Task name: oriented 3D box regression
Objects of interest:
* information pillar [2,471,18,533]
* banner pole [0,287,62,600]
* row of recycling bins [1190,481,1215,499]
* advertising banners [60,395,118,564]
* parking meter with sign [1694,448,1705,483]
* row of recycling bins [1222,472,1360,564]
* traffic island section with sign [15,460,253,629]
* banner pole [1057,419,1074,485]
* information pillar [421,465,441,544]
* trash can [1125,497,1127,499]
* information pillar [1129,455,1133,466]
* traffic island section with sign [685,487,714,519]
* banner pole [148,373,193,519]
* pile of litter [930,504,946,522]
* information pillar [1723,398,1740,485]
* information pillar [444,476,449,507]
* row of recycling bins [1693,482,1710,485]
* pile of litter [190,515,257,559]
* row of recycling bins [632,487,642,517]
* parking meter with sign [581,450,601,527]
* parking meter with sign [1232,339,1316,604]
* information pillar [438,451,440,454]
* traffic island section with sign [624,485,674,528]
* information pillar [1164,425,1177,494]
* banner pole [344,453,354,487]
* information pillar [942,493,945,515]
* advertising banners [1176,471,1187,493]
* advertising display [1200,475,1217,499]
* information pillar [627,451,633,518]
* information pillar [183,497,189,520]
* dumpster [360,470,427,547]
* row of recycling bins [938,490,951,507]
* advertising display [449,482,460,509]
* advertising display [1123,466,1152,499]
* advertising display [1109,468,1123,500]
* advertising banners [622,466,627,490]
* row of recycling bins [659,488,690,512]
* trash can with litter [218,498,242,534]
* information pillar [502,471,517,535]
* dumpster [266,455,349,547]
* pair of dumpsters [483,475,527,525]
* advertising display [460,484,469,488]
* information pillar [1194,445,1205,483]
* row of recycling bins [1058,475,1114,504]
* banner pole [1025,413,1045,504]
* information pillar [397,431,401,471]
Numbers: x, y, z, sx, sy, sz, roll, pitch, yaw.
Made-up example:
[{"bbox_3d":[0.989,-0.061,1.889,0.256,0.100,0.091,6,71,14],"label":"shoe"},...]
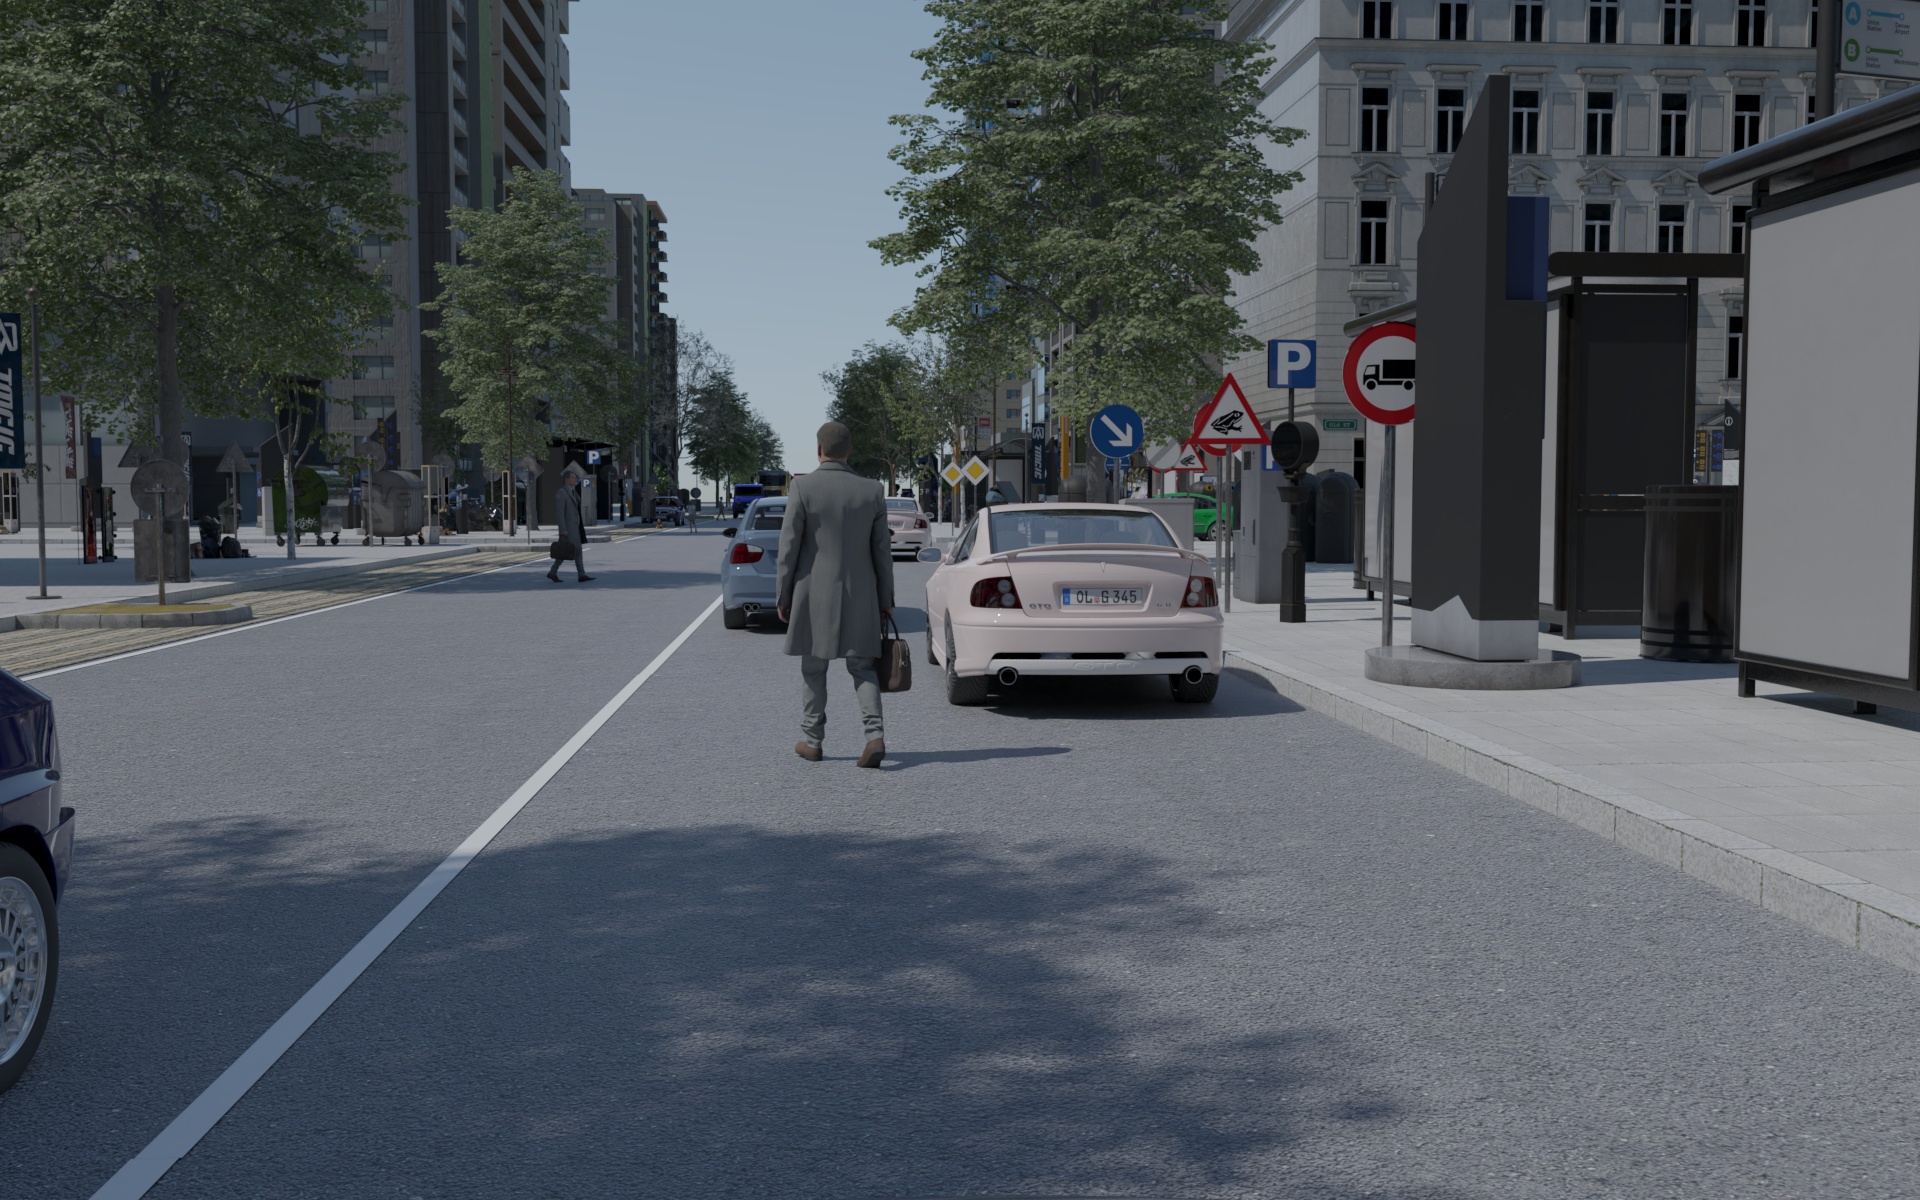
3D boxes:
[{"bbox_3d":[-30.954,-3.177,56.442,0.304,2.012,0.304,1,4,11],"label":"information pillar"},{"bbox_3d":[-11.450,-1.899,21.066,0.863,3.779,0.401,0,4,-7],"label":"banner pole"},{"bbox_3d":[8.935,-2.914,54.758,3.534,1.692,1.069,0,4,-4],"label":"row of recycling bins"},{"bbox_3d":[-15.975,-2.176,31.760,0.090,3.025,2.074,0,4,-3],"label":"advertising banners"},{"bbox_3d":[28.159,-4.272,66.111,0.543,3.016,1.738,3,4,36],"label":"parking meter with sign"},{"bbox_3d":[6.418,-1.605,33.357,1.069,1.692,3.534,-2,4,-25],"label":"row of recycling bins"},{"bbox_3d":[-9.057,-0.650,19.253,1.989,1.847,2.006,0,4,-4],"label":"traffic island section with sign"},{"bbox_3d":[3.554,-4.149,57.851,0.863,3.779,0.401,-3,4,-38],"label":"banner pole"},{"bbox_3d":[-13.546,-2.436,44.314,0.304,2.012,0.304,2,4,35],"label":"information pillar"},{"bbox_3d":[8.373,-4.797,90.090,0.748,1.137,0.748,0,3,0],"label":"trash can"},{"bbox_3d":[9.551,-6.449,96.793,0.183,3.616,0.504,-1,4,-9],"label":"information pillar"},{"bbox_3d":[-15.387,-5.660,101.176,1.989,1.847,2.006,0,4,-4],"label":"traffic island section with sign"},{"bbox_3d":[-16.518,-2.811,35.973,0.401,3.779,0.863,2,4,33],"label":"banner pole"},{"bbox_3d":[-1.442,-4.052,80.214,1.719,0.858,1.176,1,4,15],"label":"pile of litter"},{"bbox_3d":[18.831,-3.114,42.268,0.183,3.616,0.504,-2,4,-27],"label":"information pillar"},{"bbox_3d":[-20.626,-3.958,69.212,0.304,2.012,0.304,2,4,23],"label":"information pillar"},{"bbox_3d":[24.188,-3.126,58.219,3.534,1.692,1.069,-3,4,-37],"label":"row of recycling bins"},{"bbox_3d":[-15.051,-1.267,34.683,1.719,0.858,1.176,-1,4,-8],"label":"pile of litter"},{"bbox_3d":[-18.533,-5.672,99.853,1.069,1.692,3.534,0,4,-4],"label":"row of recycling bins"},{"bbox_3d":[-14.689,-4.414,68.435,0.543,3.016,1.738,0,4,5],"label":"parking meter with sign"},{"bbox_3d":[3.630,-1.479,20.447,0.543,3.016,1.738,-1,4,-8],"label":"parking meter with sign"},{"bbox_3d":[-28.201,-6.276,93.961,0.183,3.616,0.504,-2,4,-32],"label":"information pillar"},{"bbox_3d":[-13.297,-4.007,74.144,1.989,1.847,2.006,0,4,-4],"label":"traffic island section with sign"},{"bbox_3d":[6.931,-4.031,57.267,0.504,3.616,0.183,2,4,32],"label":"information pillar"},{"bbox_3d":[-37.185,-7.056,105.383,0.863,3.779,0.401,0,4,4],"label":"banner pole"},{"bbox_3d":[-1.067,-5.965,102.013,0.304,2.012,0.304,1,4,11],"label":"information pillar"},{"bbox_3d":[8.884,-4.276,66.092,2.074,3.025,0.090,1,4,18],"label":"advertising banners"},{"bbox_3d":[8.666,-3.360,60.151,0.974,1.923,0.123,-3,5,-43],"label":"advertising display"},{"bbox_3d":[-18.078,-6.323,94.734,0.183,3.616,0.504,-2,4,-34],"label":"information pillar"},{"bbox_3d":[-28.583,-3.622,63.708,0.304,2.012,0.304,0,3,0],"label":"information pillar"},{"bbox_3d":[-14.031,-2.270,42.866,1.264,1.857,1.865,0,4,-4],"label":"dumpster"},{"bbox_3d":[-1.145,-6.858,119.233,1.069,1.692,3.534,-1,4,-18],"label":"row of recycling bins"},{"bbox_3d":[-27.248,-5.330,92.357,0.123,1.923,0.974,2,4,32],"label":"advertising display"},{"bbox_3d":[4.125,-2.120,39.874,0.123,1.923,0.974,-2,4,-24],"label":"advertising display"},{"bbox_3d":[3.880,-2.304,42.891,0.123,1.923,0.974,1,4,22],"label":"advertising display"},{"bbox_3d":[-20.312,-6.870,108.512,2.074,3.025,0.090,2,4,25],"label":"advertising banners"},{"bbox_3d":[-20.212,-7.038,122.187,1.069,1.692,3.534,1,4,21],"label":"row of recycling bins"},{"bbox_3d":[-23.444,-2.672,55.069,0.624,1.170,1.055,2,4,35],"label":"trash can with litter"},{"bbox_3d":[-14.286,-3.085,54.925,0.304,2.012,0.304,2,4,34],"label":"information pillar"},{"bbox_3d":[-16.127,-2.468,42.845,1.502,2.255,1.985,0,4,-5],"label":"dumpster"},{"bbox_3d":[-18.982,-4.308,72.924,1.574,2.255,4.437,0,4,-5],"label":"pair of dumpsters"},{"bbox_3d":[-31.157,-6.293,108.106,0.974,1.923,0.123,-1,4,-20],"label":"advertising display"},{"bbox_3d":[9.500,-4.736,68.788,0.183,3.616,0.504,-3,4,-38],"label":"information pillar"},{"bbox_3d":[2.879,-1.934,38.740,1.069,1.692,3.534,1,4,13],"label":"row of recycling bins"},{"bbox_3d":[2.270,-3.885,53.538,0.863,3.779,0.401,-1,4,-19],"label":"banner pole"},{"bbox_3d":[-20.898,-4.457,64.229,0.183,3.616,0.504,1,4,19],"label":"information pillar"}]
